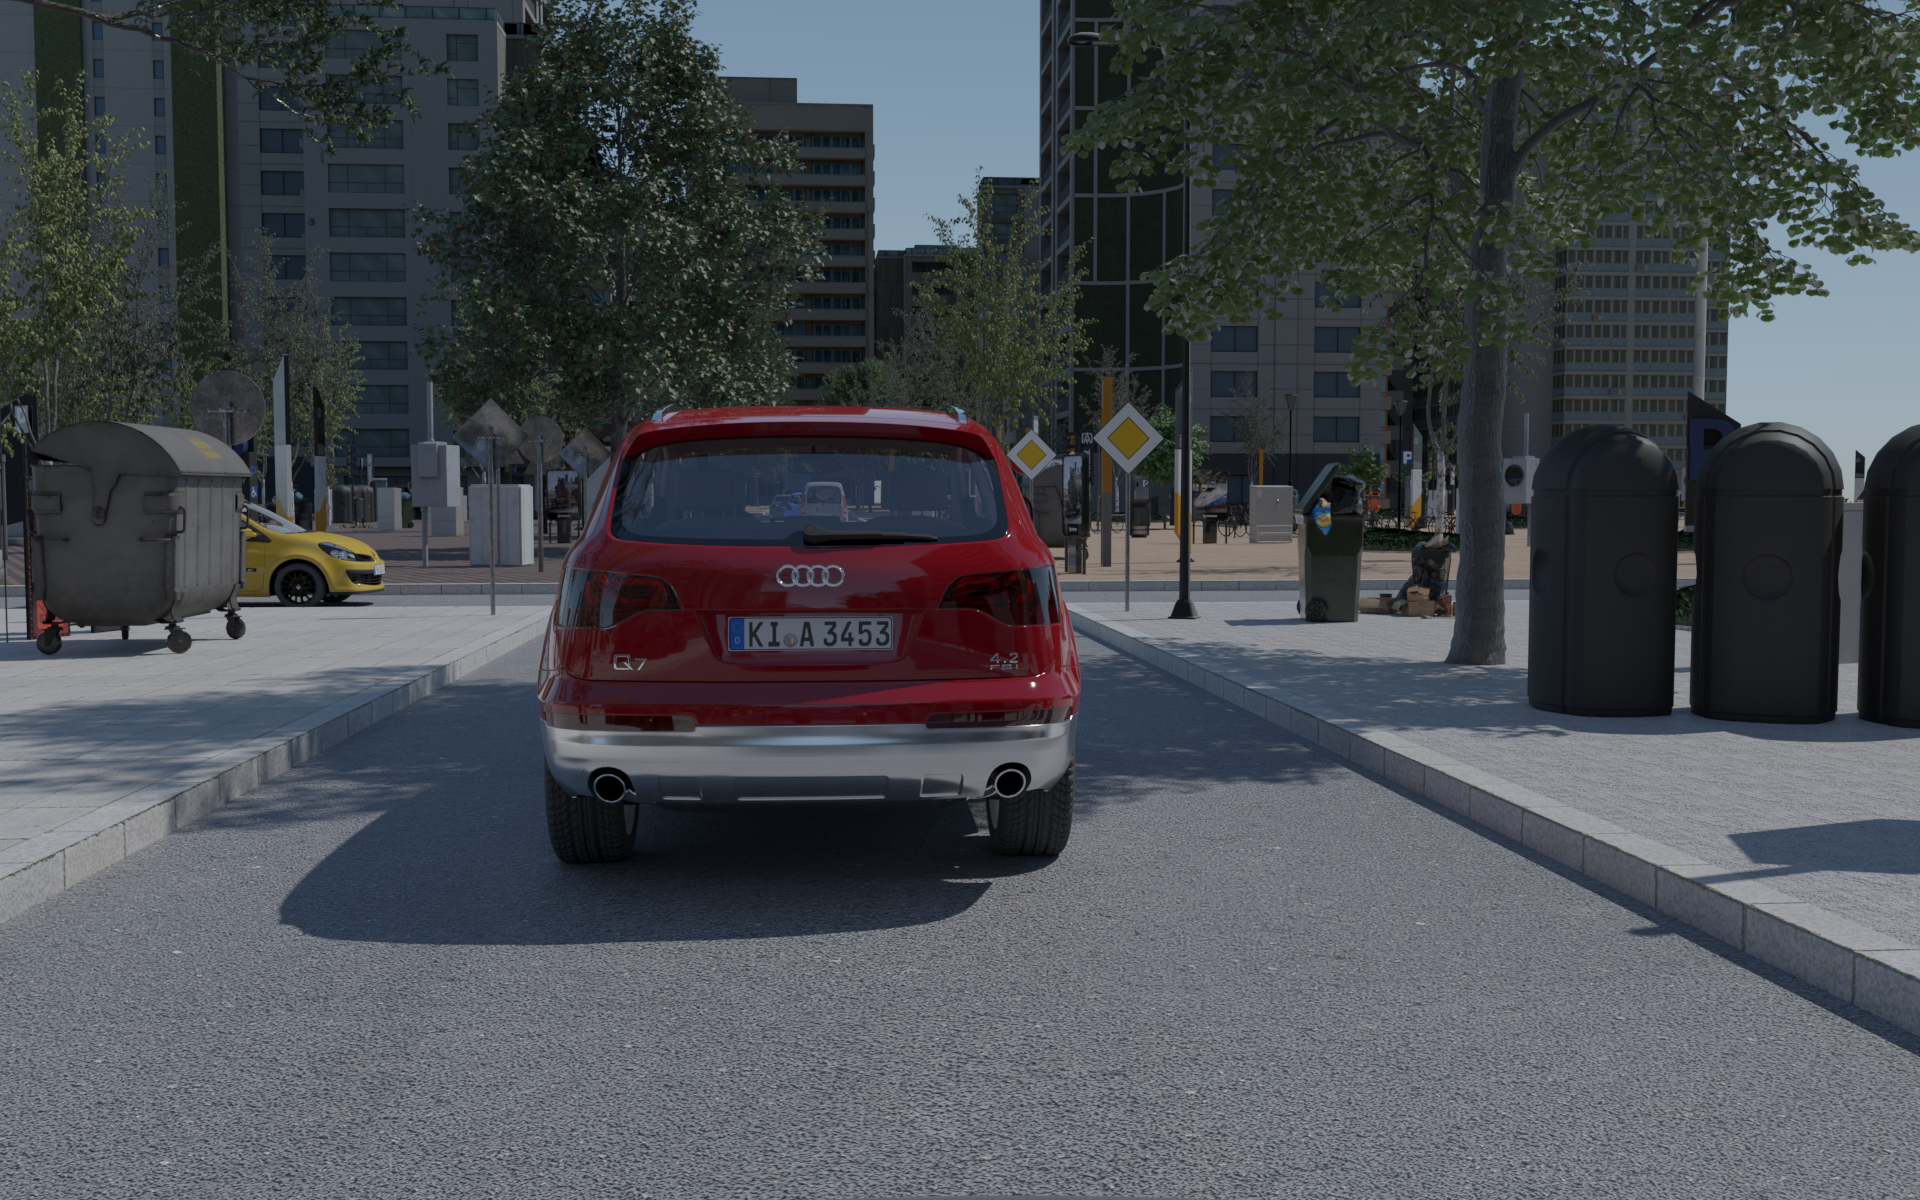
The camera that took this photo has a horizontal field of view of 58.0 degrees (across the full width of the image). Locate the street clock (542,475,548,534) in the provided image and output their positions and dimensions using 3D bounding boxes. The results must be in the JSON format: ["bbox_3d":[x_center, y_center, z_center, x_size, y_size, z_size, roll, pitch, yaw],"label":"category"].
[{"bbox_3d":[-13.439,-3.142,55.943,0.358,2.002,0.471,-2,4,-25],"label":"street clock"}]

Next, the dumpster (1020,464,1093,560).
[{"bbox_3d":[1.931,-1.757,34.480,1.264,1.857,1.865,0,4,-5],"label":"dumpster"}]

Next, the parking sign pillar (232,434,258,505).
[{"bbox_3d":[-21.748,-3.876,51.850,1.447,3.967,1.447,1,4,10],"label":"parking sign pillar"}]

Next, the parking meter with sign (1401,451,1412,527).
[{"bbox_3d":[17.954,-4.446,68.947,0.543,3.016,1.738,0,4,5],"label":"parking meter with sign"}]

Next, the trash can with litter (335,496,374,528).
[{"bbox_3d":[-23.031,-3.331,65.521,1.678,1.210,2.233,1,4,11],"label":"trash can with litter"}]

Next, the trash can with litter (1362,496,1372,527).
[{"bbox_3d":[13.824,-3.086,61.507,2.233,1.210,1.678,1,4,20],"label":"trash can with litter"}]

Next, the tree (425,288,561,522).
[{"bbox_3d":[-16.359,-6.660,59.254,4.737,8.622,4.395,0,3,0],"label":"tree"}]

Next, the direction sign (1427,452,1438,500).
[{"bbox_3d":[25.265,-6.146,92.480,0.876,3.537,0.379,-2,4,-33],"label":"direction sign"}]

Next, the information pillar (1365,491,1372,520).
[{"bbox_3d":[19.935,-4.901,84.621,0.304,2.012,0.304,1,4,21],"label":"information pillar"}]

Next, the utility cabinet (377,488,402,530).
[{"bbox_3d":[-20.009,-3.187,60.781,1.173,1.500,0.318,3,5,44],"label":"utility cabinet"}]

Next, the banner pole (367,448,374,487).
[{"bbox_3d":[-32.091,-6.388,94.455,0.863,3.779,0.401,3,5,42],"label":"banner pole"}]

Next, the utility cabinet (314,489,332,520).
[{"bbox_3d":[-30.511,-4.561,83.254,0.318,1.500,1.173,1,4,18],"label":"utility cabinet"}]

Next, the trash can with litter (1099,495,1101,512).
[{"bbox_3d":[7.145,-4.773,89.103,1.678,1.210,2.233,0,4,-1],"label":"trash can with litter"}]

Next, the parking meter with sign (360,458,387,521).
[{"bbox_3d":[-27.852,-5.314,83.149,1.738,3.016,0.543,-1,4,-16],"label":"parking meter with sign"}]

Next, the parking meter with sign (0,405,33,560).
[{"bbox_3d":[-18.948,-2.281,33.552,0.543,3.016,1.738,3,4,37],"label":"parking meter with sign"}]

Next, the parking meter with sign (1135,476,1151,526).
[{"bbox_3d":[7.367,-4.489,69.655,0.543,3.016,1.738,-1,4,-13],"label":"parking meter with sign"}]

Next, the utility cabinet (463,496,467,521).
[{"bbox_3d":[-24.090,-4.405,83.181,1.020,1.237,0.306,3,4,38],"label":"utility cabinet"}]

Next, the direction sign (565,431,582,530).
[{"bbox_3d":[-13.634,-4.274,61.876,0.876,3.537,0.379,0,4,-7],"label":"direction sign"}]

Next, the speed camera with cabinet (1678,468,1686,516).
[{"bbox_3d":[42.227,-6.425,99.377,0.660,3.252,2.038,-2,4,-26],"label":"speed camera with cabinet"}]

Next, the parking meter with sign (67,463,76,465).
[{"bbox_3d":[-21.955,-2.865,43.109,0.543,3.016,1.738,1,4,20],"label":"parking meter with sign"}]

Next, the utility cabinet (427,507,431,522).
[{"bbox_3d":[-24.079,-4.182,79.537,0.306,1.237,1.020,3,5,45],"label":"utility cabinet"}]

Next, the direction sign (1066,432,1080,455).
[{"bbox_3d":[4.311,-4.359,63.268,0.876,3.537,0.379,1,4,12],"label":"direction sign"}]

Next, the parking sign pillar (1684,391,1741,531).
[{"bbox_3d":[19.552,-3.454,44.952,1.447,3.967,1.447,1,4,18],"label":"parking sign pillar"}]

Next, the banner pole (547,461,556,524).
[{"bbox_3d":[-17.593,-5.122,73.754,0.401,3.779,0.863,2,4,28],"label":"banner pole"}]

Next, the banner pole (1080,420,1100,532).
[{"bbox_3d":[4.481,-4.217,58.965,0.863,3.779,0.401,1,4,14],"label":"banner pole"}]

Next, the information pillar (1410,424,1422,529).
[{"bbox_3d":[15.302,-4.083,58.104,0.504,3.616,0.183,-3,5,-39],"label":"information pillar"}]

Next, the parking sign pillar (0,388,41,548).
[{"bbox_3d":[-24.025,-3.388,43.869,1.447,3.967,1.447,-1,4,-20],"label":"parking sign pillar"}]

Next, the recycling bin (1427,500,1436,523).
[{"bbox_3d":[20.595,-3.903,76.368,0.722,1.027,0.722,-2,4,-24],"label":"recycling bin"}]

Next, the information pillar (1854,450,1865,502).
[{"bbox_3d":[47.210,-6.090,90.930,0.504,3.616,0.183,3,5,41],"label":"information pillar"}]

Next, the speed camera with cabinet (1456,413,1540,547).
[{"bbox_3d":[13.267,-2.964,42.798,0.660,3.252,2.038,-3,4,-37],"label":"speed camera with cabinet"}]

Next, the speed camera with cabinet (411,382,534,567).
[{"bbox_3d":[-8.657,-2.227,30.754,2.038,3.252,0.660,1,4,9],"label":"speed camera with cabinet"}]

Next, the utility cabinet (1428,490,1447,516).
[{"bbox_3d":[27.691,-5.628,100.697,1.173,1.500,0.318,0,4,1],"label":"utility cabinet"}]

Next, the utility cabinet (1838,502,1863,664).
[{"bbox_3d":[6.387,-0.117,13.078,1.020,1.237,0.306,-2,4,-24],"label":"utility cabinet"}]

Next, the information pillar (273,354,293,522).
[{"bbox_3d":[-11.453,-2.322,29.318,0.183,3.616,0.504,-3,5,-43],"label":"information pillar"}]

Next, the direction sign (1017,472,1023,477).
[{"bbox_3d":[2.986,-5.455,81.189,0.379,3.537,0.876,-3,5,-40],"label":"direction sign"}]

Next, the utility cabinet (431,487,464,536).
[{"bbox_3d":[-15.615,-2.697,52.767,1.173,1.500,0.318,2,4,35],"label":"utility cabinet"}]

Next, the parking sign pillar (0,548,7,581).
[{"bbox_3d":[-14.814,-2.253,25.308,1.447,3.967,1.447,-1,4,-20],"label":"parking sign pillar"}]

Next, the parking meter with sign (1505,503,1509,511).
[{"bbox_3d":[32.136,-6.344,99.987,1.738,3.016,0.543,-1,4,-19],"label":"parking meter with sign"}]

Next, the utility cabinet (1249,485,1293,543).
[{"bbox_3d":[8.035,-2.203,44.690,1.173,1.500,0.318,-2,4,-28],"label":"utility cabinet"}]

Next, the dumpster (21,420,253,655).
[{"bbox_3d":[-6.845,-0.535,14.514,1.264,1.857,1.865,0,4,-5],"label":"dumpster"}]

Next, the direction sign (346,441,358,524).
[{"bbox_3d":[-26.092,-5.038,74.374,0.876,3.537,0.379,3,5,43],"label":"direction sign"}]

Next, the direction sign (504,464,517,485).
[{"bbox_3d":[-17.560,-4.629,67.675,0.876,3.537,0.379,3,5,44],"label":"direction sign"}]

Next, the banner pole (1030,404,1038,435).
[{"bbox_3d":[2.077,-3.572,48.427,0.401,3.779,0.863,1,4,19],"label":"banner pole"}]

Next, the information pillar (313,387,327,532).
[{"bbox_3d":[-14.054,-2.855,38.032,0.183,3.616,0.504,0,4,-1],"label":"information pillar"}]

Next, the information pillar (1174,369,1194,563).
[{"bbox_3d":[4.185,-2.510,32.386,0.183,3.616,0.504,3,5,39],"label":"information pillar"}]
